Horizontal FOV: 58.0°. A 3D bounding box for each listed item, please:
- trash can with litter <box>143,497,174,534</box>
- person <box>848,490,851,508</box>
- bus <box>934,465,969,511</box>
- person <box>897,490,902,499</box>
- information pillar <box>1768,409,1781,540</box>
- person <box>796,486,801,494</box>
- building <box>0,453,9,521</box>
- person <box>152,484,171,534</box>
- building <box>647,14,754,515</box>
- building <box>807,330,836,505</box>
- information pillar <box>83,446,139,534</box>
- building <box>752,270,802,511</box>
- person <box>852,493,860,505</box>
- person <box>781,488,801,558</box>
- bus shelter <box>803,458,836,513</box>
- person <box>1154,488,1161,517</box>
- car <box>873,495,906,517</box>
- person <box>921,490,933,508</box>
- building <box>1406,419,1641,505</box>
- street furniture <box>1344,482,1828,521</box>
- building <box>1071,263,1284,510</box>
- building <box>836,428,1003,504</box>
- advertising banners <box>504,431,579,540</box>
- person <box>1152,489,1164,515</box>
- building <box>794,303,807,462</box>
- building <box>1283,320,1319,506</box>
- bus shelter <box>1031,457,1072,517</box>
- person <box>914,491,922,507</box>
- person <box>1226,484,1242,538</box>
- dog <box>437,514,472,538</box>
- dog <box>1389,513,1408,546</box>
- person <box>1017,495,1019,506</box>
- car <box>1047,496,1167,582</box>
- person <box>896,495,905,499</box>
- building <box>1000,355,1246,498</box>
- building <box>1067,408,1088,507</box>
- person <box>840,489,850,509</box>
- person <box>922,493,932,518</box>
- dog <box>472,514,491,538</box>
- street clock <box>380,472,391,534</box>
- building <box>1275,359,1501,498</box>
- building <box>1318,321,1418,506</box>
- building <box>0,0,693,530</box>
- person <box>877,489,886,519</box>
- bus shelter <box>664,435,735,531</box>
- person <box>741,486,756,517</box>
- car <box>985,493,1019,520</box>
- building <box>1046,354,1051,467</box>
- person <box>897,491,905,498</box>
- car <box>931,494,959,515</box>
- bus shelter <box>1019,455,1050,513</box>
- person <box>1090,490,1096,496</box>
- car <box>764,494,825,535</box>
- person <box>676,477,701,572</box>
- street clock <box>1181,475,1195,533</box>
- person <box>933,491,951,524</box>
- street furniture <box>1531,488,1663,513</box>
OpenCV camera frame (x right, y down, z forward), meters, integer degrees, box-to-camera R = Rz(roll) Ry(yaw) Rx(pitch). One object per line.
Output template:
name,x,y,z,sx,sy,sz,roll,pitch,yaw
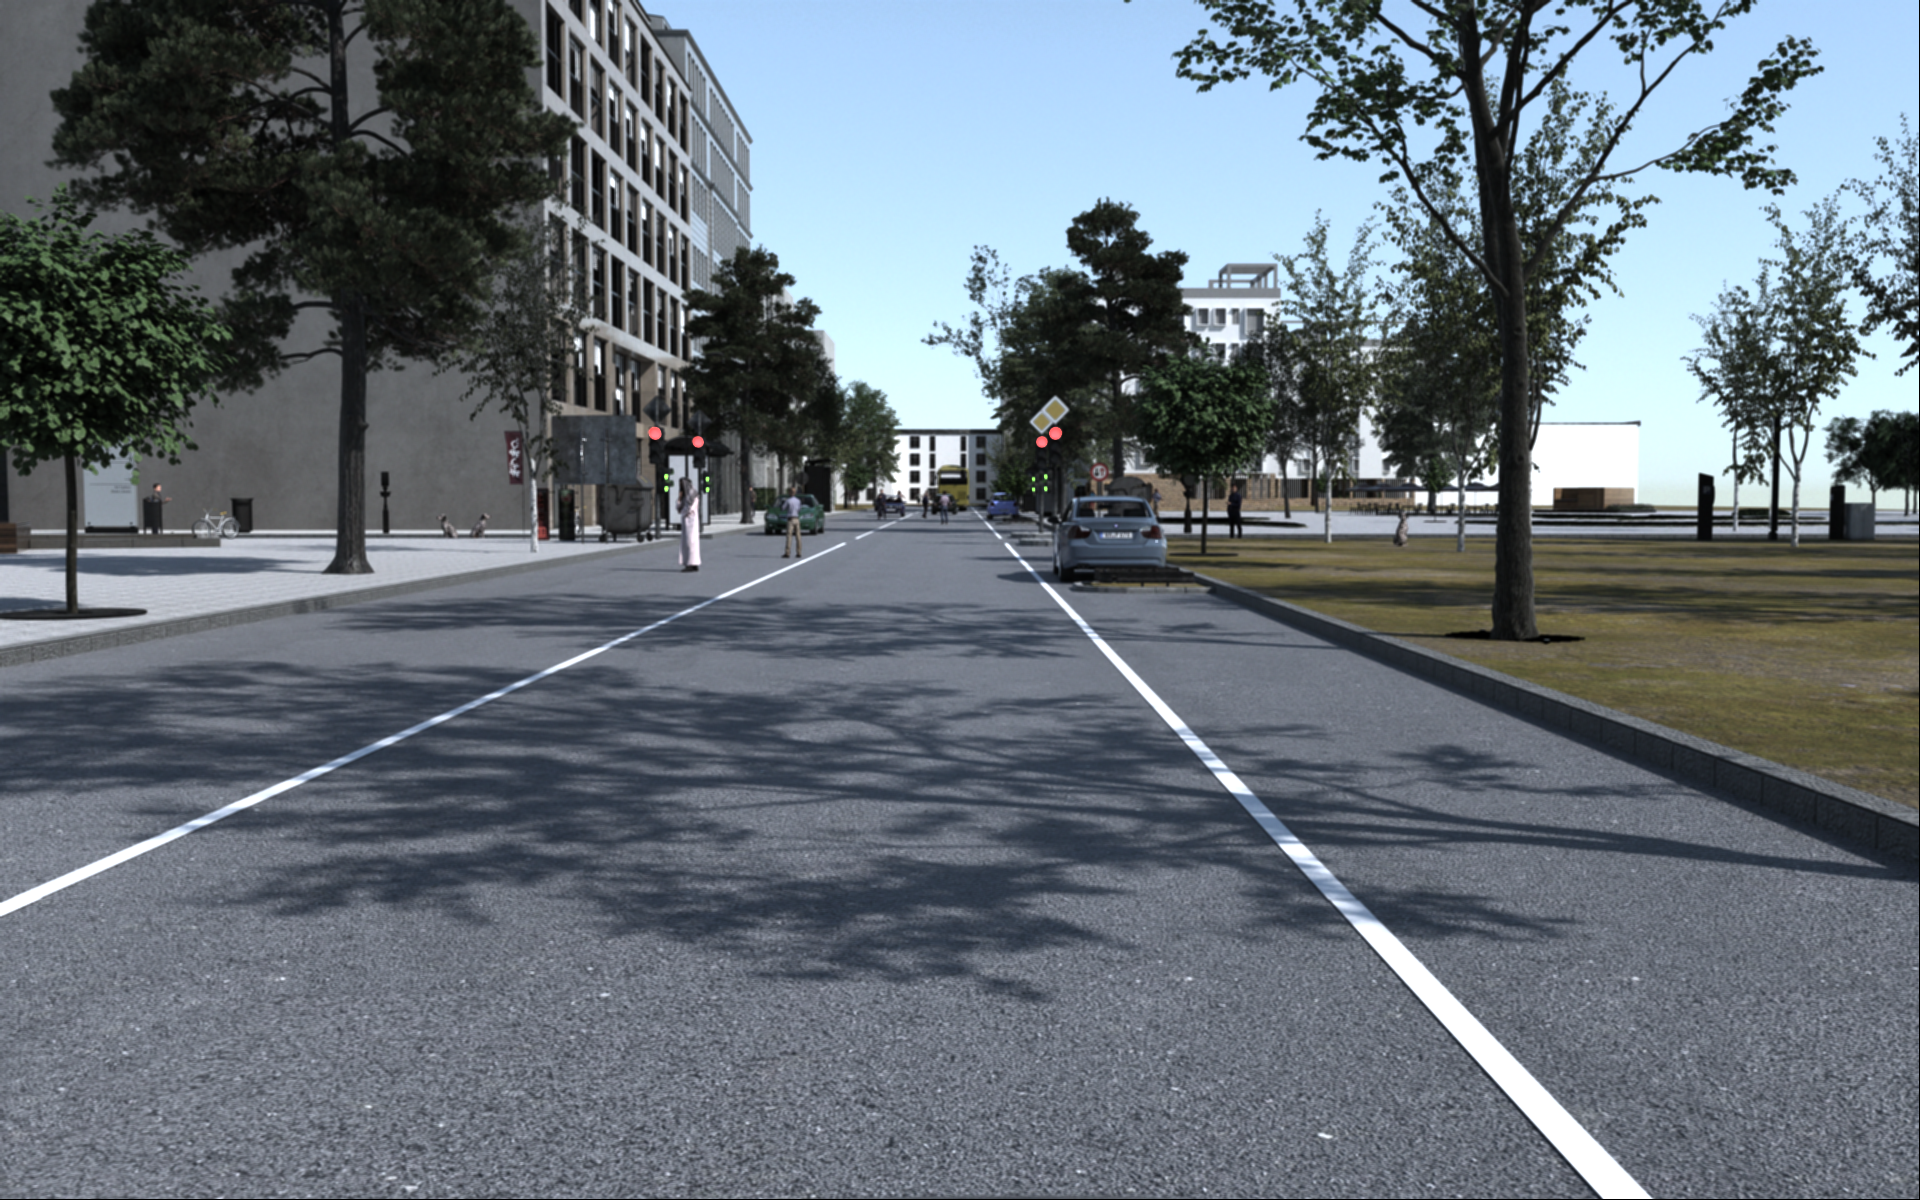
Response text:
trash can with litter,-23.010,-2.304,48.728,2.233,1.210,1.678,0,4,8
person,-10.330,-9.396,161.136,0.415,1.643,0.593,-2,4,-26
bus,-0.710,-9.540,147.520,2.896,3.916,12.252,0,4,-2
person,-6.577,-10.787,184.885,0.705,1.821,1.348,-3,4,-36
information pillar,22.936,-3.514,48.765,0.184,3.620,1.656,1,4,23
person,-11.005,-6.844,117.806,0.709,1.838,0.599,2,4,31
building,-49.590,-13.779,67.084,24.055,21.916,13.314,0,3,0
person,-24.799,-2.742,53.865,0.750,1.759,0.617,0,4,-4
building,-20.332,-20.314,109.620,11.434,29.767,29.804,0,3,0
building,-30.341,-20.091,194.939,31.486,18.905,16.747,0,3,0
information pillar,-27.507,-3.960,56.057,1.656,3.620,0.184,0,4,-1
building,-23.314,-17.212,147.869,16.747,18.905,31.486,0,3,0
person,-12.871,-12.481,213.280,1.217,1.735,0.721,-2,4,-24
person,-3.802,-1.746,39.109,0.516,1.574,0.319,-2,4,-32
bus shelter,-9.381,-7.633,116.089,1.731,3.624,6.357,0,4,0
person,10.022,-4.886,87.992,0.319,1.574,0.516,-1,4,-19
car,-4.394,-6.010,110.836,1.945,1.354,3.894,0,4,-1
person,-3.535,-10.661,182.821,1.348,1.823,0.705,-2,4,-24
building,63.751,-15.707,198.949,28.070,9.664,9.099,0,3,0
street furniture,33.031,-5.573,96.146,14.083,1.986,27.439,-1,4,-16
building,18.030,-17.735,146.386,16.016,20.091,11.380,0,3,0
building,-8.511,-17.275,224.590,28.070,9.664,9.099,0,3,0
advertising banners,-11.610,-3.169,48.005,2.074,3.025,0.090,0,4,7
person,11.643,-5.798,102.805,0.963,1.587,0.435,-3,4,-39
building,-22.886,-19.137,169.308,16.016,20.091,11.380,0,3,0
building,32.648,-20.703,194.914,11.380,20.091,16.016,0,3,0
bus shelter,5.031,-6.240,95.940,2.014,3.302,5.546,0,3,0
person,-4.500,-11.104,190.834,1.217,1.735,0.721,-2,4,-29
person,8.080,-2.576,51.314,0.576,1.737,0.504,3,5,43
dog,-15.322,-2.171,52.329,0.800,0.831,0.513,0,4,7
dog,10.813,-1.743,42.881,0.800,0.831,0.513,-1,4,-19
person,6.163,-10.810,182.804,0.705,1.822,1.348,-2,4,-35
car,2.512,-1.078,29.626,2.014,1.417,4.499,0,4,1
person,-6.689,-11.147,191.433,1.217,1.739,0.721,1,4,22
building,21.263,-22.187,229.208,31.486,18.905,16.747,0,3,0
building,13.994,-13.728,166.598,9.099,9.664,28.070,0,3,0
person,-10.051,-8.868,151.866,0.721,1.723,1.217,3,5,39
person,-1.978,-5.616,103.014,0.600,1.496,0.574,0,4,-2
dog,-15.184,-2.297,54.388,0.800,0.831,0.513,2,4,35
street clock,-18.689,-3.166,56.339,0.358,2.002,0.471,-1,4,-20
building,53.325,-22.175,229.013,31.486,18.905,16.747,0,3,0
building,44.028,-20.731,195.363,11.380,20.091,16.016,0,3,0
building,-24.250,-16.715,77.801,19.350,26.468,34.151,0,3,0
person,-4.463,-5.457,98.646,0.541,1.710,0.530,1,4,17
bus shelter,-9.482,-4.202,62.626,2.014,3.302,5.546,0,4,0
person,-11.849,-5.534,97.051,0.750,1.759,0.617,-3,5,-41
car,2.427,-5.439,98.519,1.945,1.707,3.694,0,4,-2
building,17.644,-20.869,197.630,16.016,20.091,11.380,0,3,0
person,-5.863,-9.729,168.285,1.217,1.736,0.721,1,4,14
car,-1.091,-6.882,122.315,2.009,1.686,4.222,0,4,2
bus shelter,5.114,-8.827,121.954,2.179,5.291,8.768,0,4,0
person,9.776,-7.360,128.076,0.593,1.614,0.444,1,4,16
car,-5.881,-3.065,61.903,2.131,1.459,4.920,0,4,0
person,-5.041,-1.398,32.025,0.551,1.740,0.621,3,4,38
street clock,7.474,-3.192,56.762,0.471,2.002,0.358,-2,4,-24
person,-0.748,-4.362,81.779,0.963,1.587,0.435,-2,4,-33
street furniture,45.573,-6.992,121.168,11.010,1.723,9.812,-3,5,-45
